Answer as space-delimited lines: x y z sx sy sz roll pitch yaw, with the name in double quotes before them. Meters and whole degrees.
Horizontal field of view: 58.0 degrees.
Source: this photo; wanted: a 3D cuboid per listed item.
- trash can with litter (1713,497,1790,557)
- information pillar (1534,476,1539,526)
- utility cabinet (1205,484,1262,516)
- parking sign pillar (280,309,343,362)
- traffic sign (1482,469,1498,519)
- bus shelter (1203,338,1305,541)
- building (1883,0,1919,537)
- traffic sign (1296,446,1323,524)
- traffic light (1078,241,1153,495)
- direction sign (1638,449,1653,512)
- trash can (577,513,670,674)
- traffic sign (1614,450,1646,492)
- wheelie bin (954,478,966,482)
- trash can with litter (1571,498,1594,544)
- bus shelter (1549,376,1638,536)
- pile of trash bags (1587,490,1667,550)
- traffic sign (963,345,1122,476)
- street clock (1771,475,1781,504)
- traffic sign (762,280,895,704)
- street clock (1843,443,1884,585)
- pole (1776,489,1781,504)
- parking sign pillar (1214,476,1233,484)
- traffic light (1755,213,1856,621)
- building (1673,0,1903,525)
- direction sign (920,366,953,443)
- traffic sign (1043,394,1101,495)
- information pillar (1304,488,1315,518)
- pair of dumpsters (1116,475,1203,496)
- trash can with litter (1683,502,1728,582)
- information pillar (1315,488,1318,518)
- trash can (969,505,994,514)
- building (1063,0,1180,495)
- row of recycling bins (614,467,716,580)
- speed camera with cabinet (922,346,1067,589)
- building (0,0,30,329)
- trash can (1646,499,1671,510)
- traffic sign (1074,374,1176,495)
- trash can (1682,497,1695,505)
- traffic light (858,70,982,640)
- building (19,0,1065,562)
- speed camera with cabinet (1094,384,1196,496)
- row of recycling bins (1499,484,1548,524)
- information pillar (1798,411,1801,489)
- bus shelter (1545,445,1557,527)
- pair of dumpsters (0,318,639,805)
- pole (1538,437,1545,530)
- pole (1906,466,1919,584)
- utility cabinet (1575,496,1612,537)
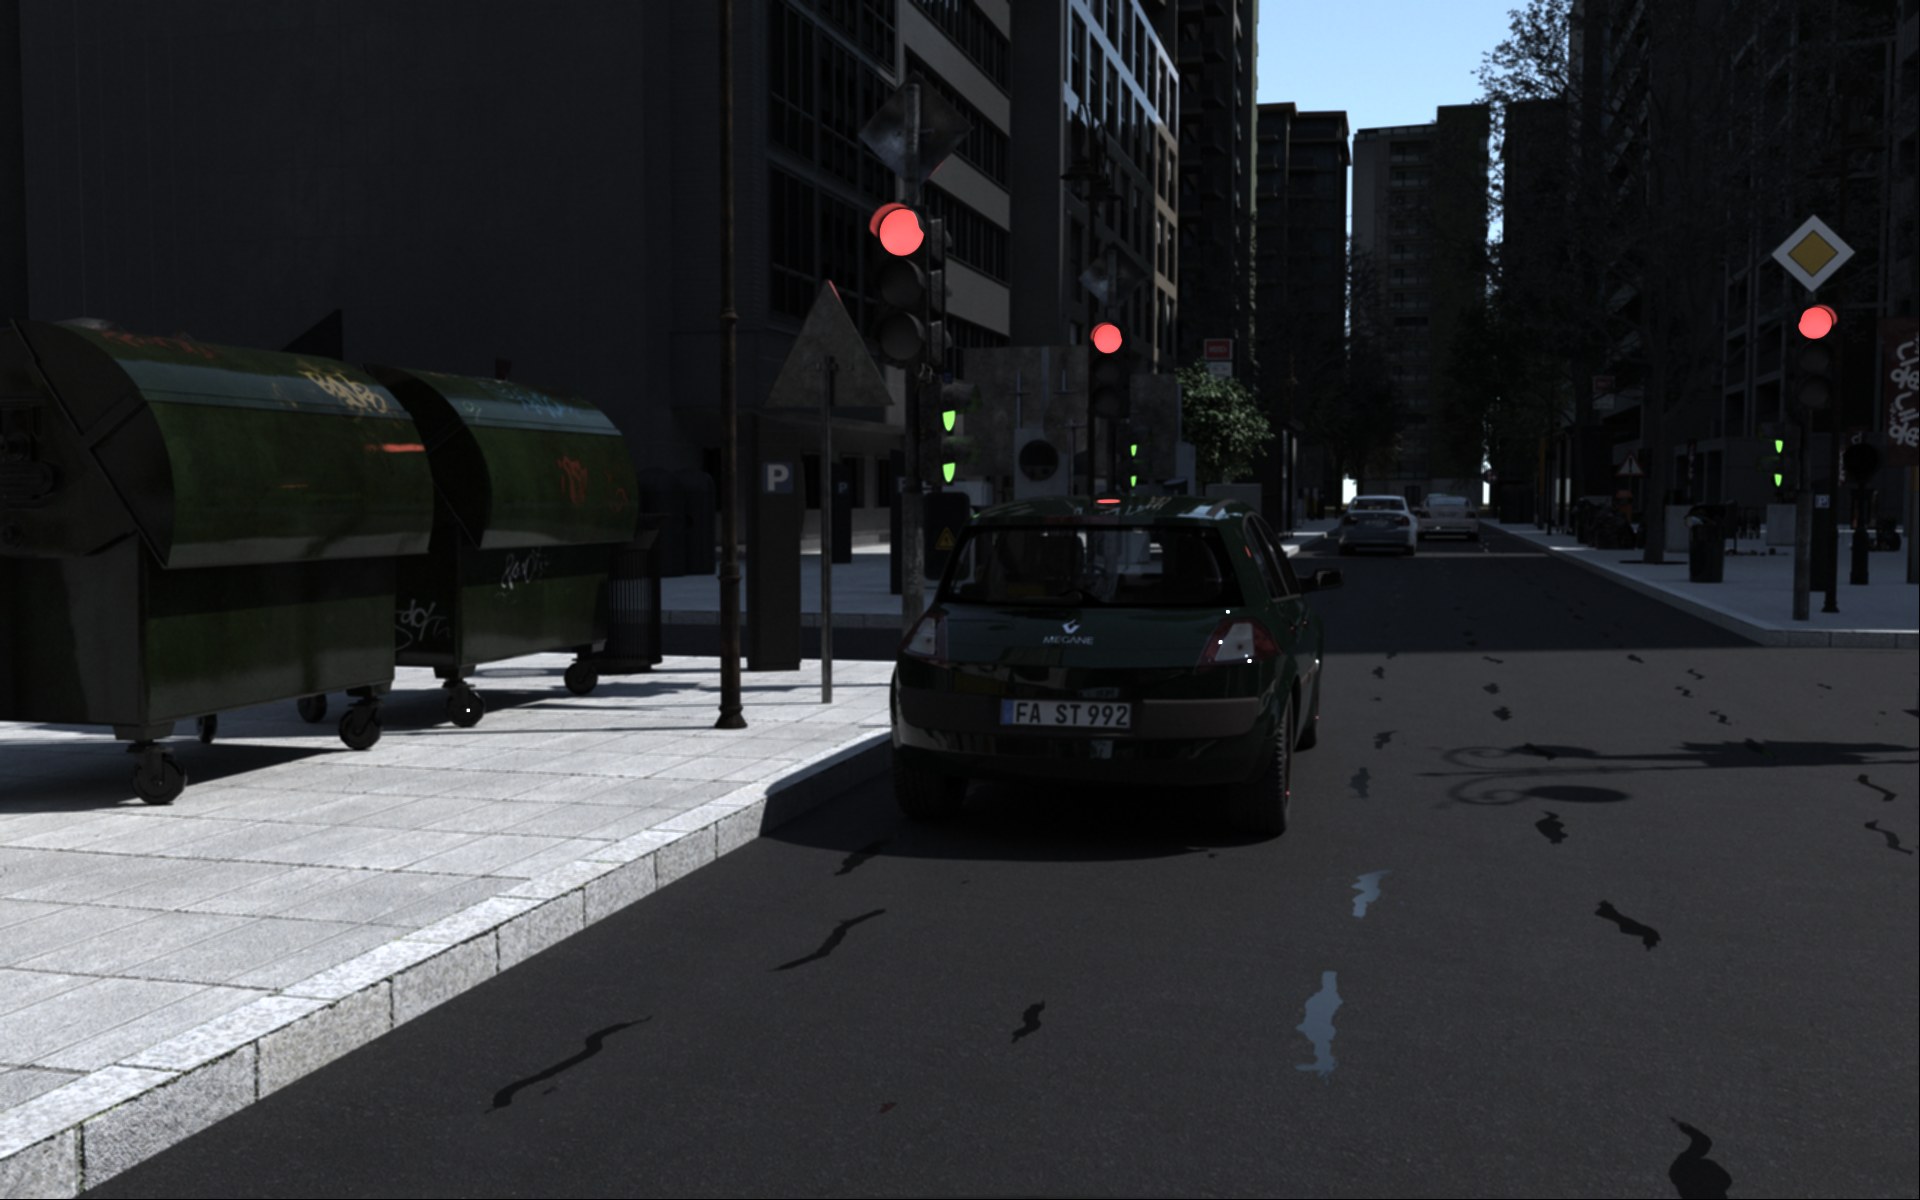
"trash can with litter" 16.475 -1.547 36.355 2.233 1.210 1.678 0 4 -4
"information pillar" 23.392 -4.009 70.045 0.304 2.012 0.304 1 4 10
"utility cabinet" 5.932 -1.771 37.643 1.173 1.500 0.318 2 4 26
"parking sign pillar" -9.658 -2.265 25.510 1.447 3.967 1.447 0 4 5
"traffic sign" 26.744 -5.338 87.378 0.768 2.556 0.104 1 4 19
"bus shelter" 7.999 -4.248 47.082 2.179 5.291 8.768 1 4 15
"building" 35.601 -17.101 51.310 14.160 30.474 14.107 1 4 14
"traffic sign" 14.231 -4.860 73.335 2.265 3.308 0.079 2 4 24
"traffic light" 1.703 -1.856 19.270 0.839 4.253 0.868 1 4 14
"direction sign" 34.304 -5.793 86.705 0.876 3.537 0.379 -1 4 -15
"trash can" -2.466 -0.053 12.516 0.748 1.137 0.748 0 3 0
"traffic sign" 19.822 -3.135 51.259 0.884 2.594 0.081 1 4 16
"wheelie bin" -0.235 -1.630 34.558 0.980 1.594 0.693 0 4 -7
"trash can with litter" 16.352 -2.032 44.610 1.055 1.170 0.624 -1 4 -10
"bus shelter" 20.531 -4.834 56.662 2.179 5.291 8.768 1 4 14
"pile of trash bags" 15.970 -1.933 41.359 1.912 1.369 3.447 1 4 15
"traffic sign" 1.113 -1.832 23.831 2.265 3.308 0.079 1 4 19
"street clock" 28.178 -3.367 59.614 0.471 2.002 0.358 3 4 39
"traffic sign" -0.816 -0.645 10.550 0.884 2.594 0.081 1 4 21
"street clock" 12.731 -1.216 24.460 0.471 2.002 0.358 3 5 44
"pole" 31.218 -4.415 66.032 0.158 3.312 0.155 0 3 0
"parking sign pillar" 9.181 -4.260 58.117 1.447 3.967 1.447 1 4 14
"traffic light" 8.543 -1.749 17.522 0.839 4.253 0.868 1 4 14
"building" 43.819 -38.889 74.092 20.563 71.187 20.611 1 4 14
"direction sign" -0.508 -2.362 30.619 0.876 3.537 0.379 -2 4 -33
"traffic sign" 1.411 -1.348 22.143 0.768 2.556 0.104 1 4 22
"information pillar" 18.384 -6.127 91.525 0.504 3.616 0.183 -2 4 -34
"pair of dumpsters" 3.931 -1.998 35.154 1.574 2.255 4.437 1 4 14
"trash can with litter" 10.853 -0.854 25.356 0.624 1.170 1.055 1 4 16
"information pillar" 18.793 -6.148 91.869 0.504 3.616 0.183 3 4 38
"trash can" 0.486 -0.619 21.776 0.748 1.137 0.748 0 3 0
"building" -2.158 -16.652 76.773 19.350 26.468 34.151 1 4 14
"row of recycling bins" -4.997 -1.187 26.529 1.069 1.692 3.534 2 4 32
"speed camera with cabinet" 0.431 -1.771 23.291 2.038 3.252 0.660 1 4 13
"building" -26.725 -10.672 39.114 19.286 19.102 10.561 1 4 14
"trash can" 21.501 -2.549 53.336 0.748 1.137 0.748 0 3 0
"traffic sign" 2.545 -2.185 29.602 2.265 3.308 0.079 1 4 15
"trash can" 33.687 -4.199 80.312 0.748 1.137 0.748 0 3 0
"traffic light" -0.298 -1.383 11.538 0.839 4.253 0.868 1 4 14
"building" -6.903 -13.796 44.627 14.314 24.678 30.058 1 4 14
"speed camera with cabinet" 3.329 -2.276 31.552 0.660 3.252 2.038 -3 5 -42
"row of recycling bins" 24.673 -4.181 75.475 3.534 1.692 1.069 -3 5 -44
"information pillar" 22.294 -3.332 45.833 0.183 3.616 0.504 3 5 43
"bus shelter" 23.199 -4.385 65.617 2.014 3.302 5.546 1 4 15
"pair of dumpsters" -3.323 -0.407 9.152 1.574 2.255 4.437 1 4 15
"pole" 20.921 -4.187 62.300 0.158 3.312 0.155 0 3 0
"pole" 13.645 -1.884 24.654 0.158 3.312 0.155 0 3 0
"utility cabinet" 19.011 -2.492 51.912 1.020 1.237 0.306 1 4 10
